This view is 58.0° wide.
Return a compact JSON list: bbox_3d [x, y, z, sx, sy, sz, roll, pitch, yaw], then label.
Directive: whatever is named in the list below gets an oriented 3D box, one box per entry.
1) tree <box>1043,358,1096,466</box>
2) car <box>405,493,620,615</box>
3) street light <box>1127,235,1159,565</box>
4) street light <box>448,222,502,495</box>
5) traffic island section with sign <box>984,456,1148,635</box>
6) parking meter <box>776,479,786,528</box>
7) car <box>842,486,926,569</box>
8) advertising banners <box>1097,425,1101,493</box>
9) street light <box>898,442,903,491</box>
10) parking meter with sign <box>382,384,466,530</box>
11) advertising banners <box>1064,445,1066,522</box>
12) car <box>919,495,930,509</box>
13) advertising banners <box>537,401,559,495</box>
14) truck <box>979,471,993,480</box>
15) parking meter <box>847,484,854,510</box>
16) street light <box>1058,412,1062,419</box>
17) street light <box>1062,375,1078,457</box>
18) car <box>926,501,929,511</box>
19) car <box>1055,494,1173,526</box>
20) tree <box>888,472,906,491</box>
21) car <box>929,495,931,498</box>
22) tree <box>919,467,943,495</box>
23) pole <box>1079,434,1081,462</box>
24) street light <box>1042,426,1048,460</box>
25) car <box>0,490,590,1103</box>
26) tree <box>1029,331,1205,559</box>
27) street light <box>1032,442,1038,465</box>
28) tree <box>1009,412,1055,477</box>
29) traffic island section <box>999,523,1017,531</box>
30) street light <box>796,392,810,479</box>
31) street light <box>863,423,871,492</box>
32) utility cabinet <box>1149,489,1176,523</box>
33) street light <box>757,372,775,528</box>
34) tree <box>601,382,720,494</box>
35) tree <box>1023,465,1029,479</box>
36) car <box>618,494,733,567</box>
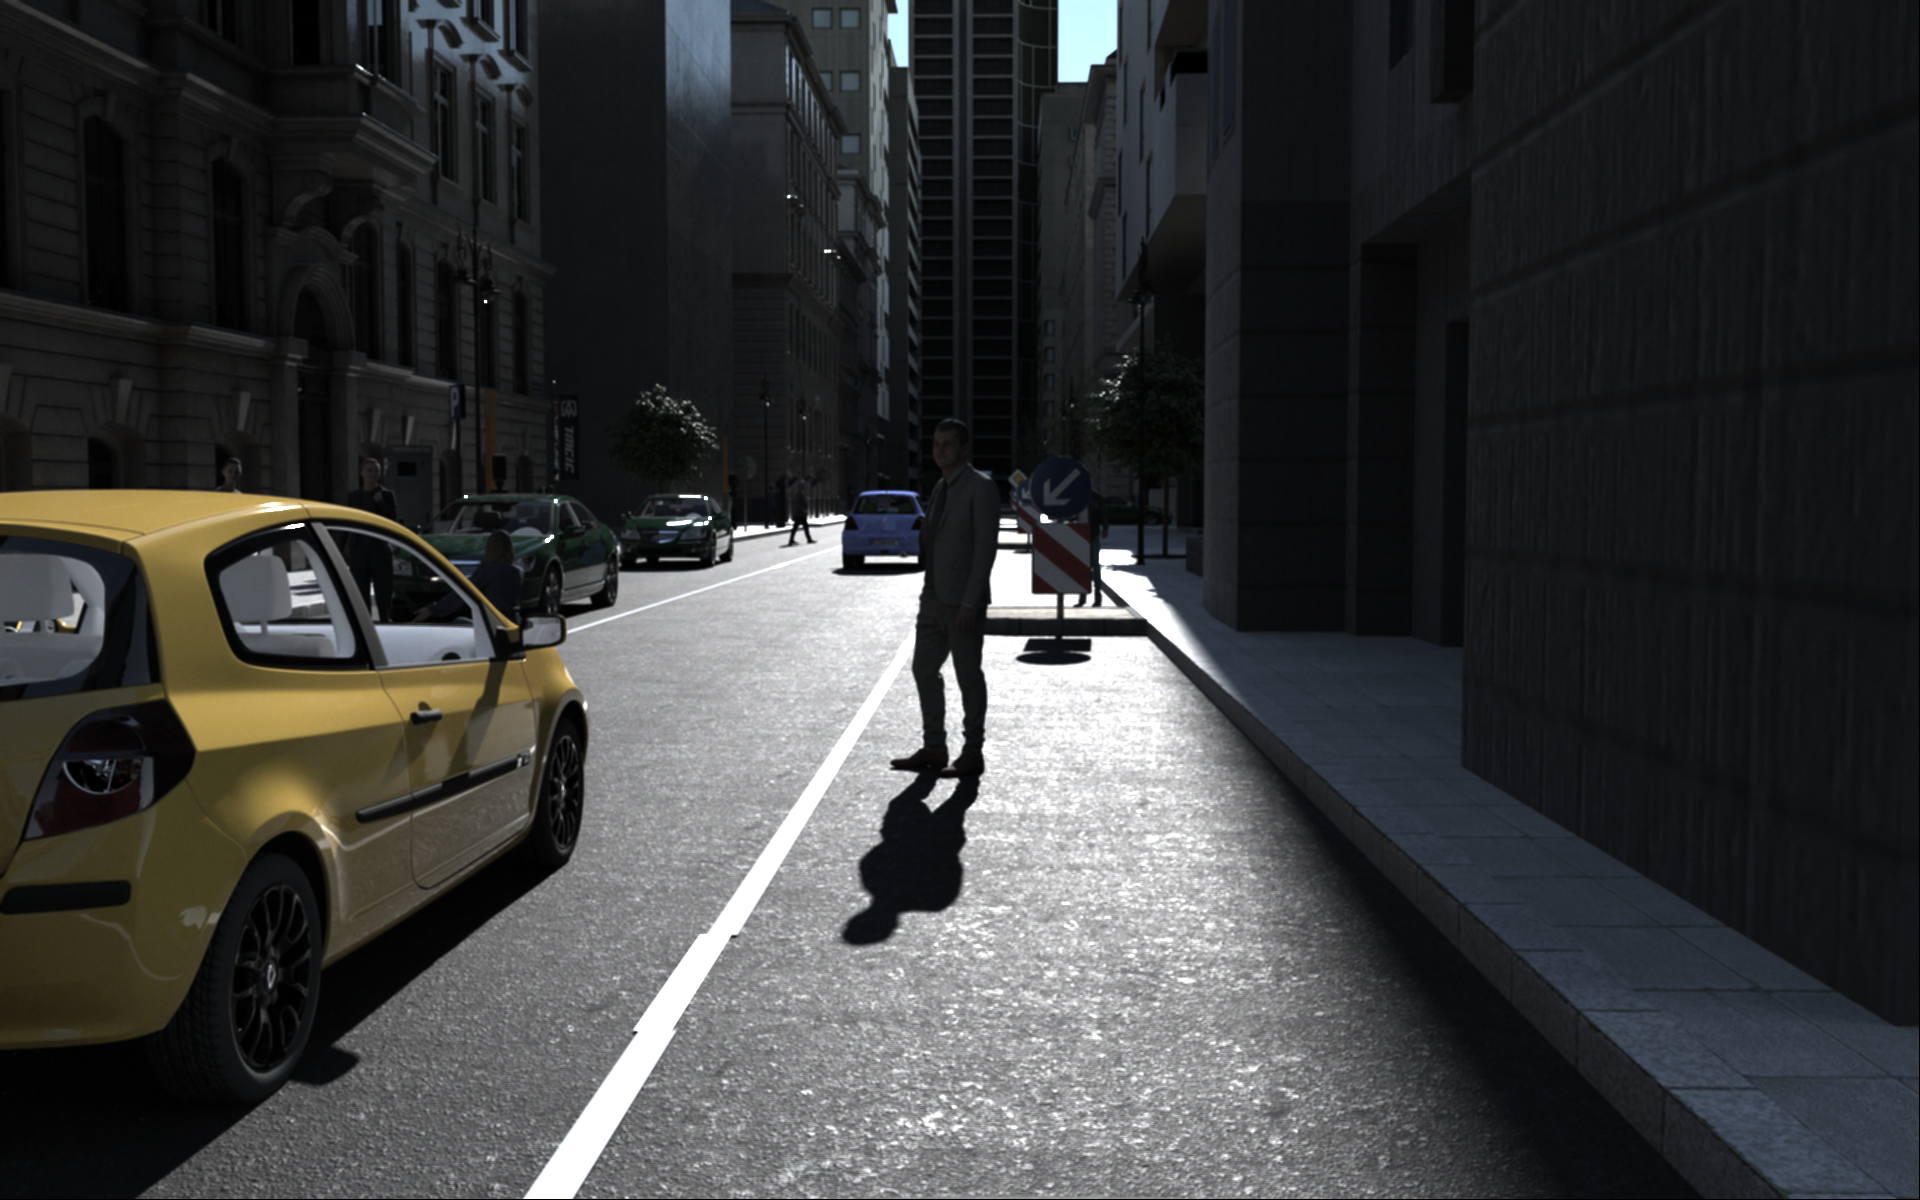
[{"bbox_3d":[6.384,-8.827,94.684,4.737,8.622,4.395,0,3,0],"label":"tree"},{"bbox_3d":[-5.378,-0.547,20.748,2.131,1.459,4.920,0,4,2],"label":"car"},{"bbox_3d":[3.276,-3.574,31.225,0.468,5.910,1.993,0,4,2],"label":"street light"},{"bbox_3d":[-8.296,-3.486,29.782,0.468,5.910,1.993,0,4,2],"label":"street light"},{"bbox_3d":[0.958,-0.612,18.633,1.989,1.847,2.006,0,4,2],"label":"traffic island section with sign"},{"bbox_3d":[-6.856,-3.700,66.209,0.255,1.863,0.399,-2,4,-33],"label":"parking meter"},{"bbox_3d":[-1.383,-1.525,34.528,1.945,1.707,3.694,0,4,1],"label":"car"},{"bbox_3d":[3.530,-2.935,44.178,0.090,3.025,2.074,0,4,4],"label":"advertising banners"},{"bbox_3d":[-5.052,-10.744,148.457,0.468,5.910,1.993,0,4,2],"label":"street light"},{"bbox_3d":[-8.687,-1.892,27.194,1.738,3.016,0.543,-2,4,-34],"label":"parking meter with sign"},{"bbox_3d":[3.723,-3.999,61.567,0.090,3.025,2.074,0,4,3],"label":"advertising banners"},{"bbox_3d":[-3.027,-7.450,134.392,1.945,1.354,3.894,0,4,0],"label":"car"},{"bbox_3d":[-7.646,-2.206,32.261,0.090,3.025,2.074,0,4,-3],"label":"advertising banners"},{"bbox_3d":[2.573,-12.476,193.748,2.967,4.110,18.799,0,4,1],"label":"truck"},{"bbox_3d":[-6.533,-5.986,103.581,0.255,1.863,0.399,2,4,30],"label":"parking meter"},{"bbox_3d":[4.703,-6.470,78.576,0.468,5.910,1.993,0,4,2],"label":"street light"},{"bbox_3d":[4.342,-5.798,67.592,0.468,5.910,1.993,0,4,2],"label":"street light"},{"bbox_3d":[-0.659,-4.679,85.302,1.959,1.807,4.718,0,4,3],"label":"car"},{"bbox_3d":[6.395,-3.681,71.978,4.920,1.459,2.131,0,4,1],"label":"car"},{"bbox_3d":[-5.591,-9.642,152.250,1.663,3.219,1.824,0,3,0],"label":"tree"},{"bbox_3d":[-2.160,-9.318,161.947,1.945,1.707,3.694,0,4,1],"label":"car"},{"bbox_3d":[-3.455,-13.743,208.415,4.285,4.588,4.351,0,3,0],"label":"tree"},{"bbox_3d":[3.982,-3.952,58.458,0.158,3.312,0.155,0,3,0],"label":"pole"},{"bbox_3d":[5.628,-8.684,114.775,0.468,5.910,1.993,0,4,2],"label":"street light"},{"bbox_3d":[-2.403,0.287,5.531,2.015,1.641,3.980,0,4,2],"label":"car"},{"bbox_3d":[4.193,-3.130,34.896,4.285,4.588,4.351,0,3,0],"label":"tree"},{"bbox_3d":[6.537,-10.889,150.820,0.468,5.910,1.993,0,4,2],"label":"street light"},{"bbox_3d":[6.494,-12.487,154.523,4.360,8.622,3.978,0,3,0],"label":"tree"},{"bbox_3d":[2.312,-2.819,68.379,2.009,0.180,2.903,0,4,2],"label":"traffic island section"},{"bbox_3d":[-6.982,-6.384,77.168,0.468,5.910,1.993,0,4,2],"label":"street light"},{"bbox_3d":[-6.010,-8.565,112.828,0.468,5.910,1.993,0,4,2],"label":"street light"},{"bbox_3d":[8.918,-4.139,76.352,1.173,1.500,0.318,-1,4,-19],"label":"utility cabinet"},{"bbox_3d":[-7.338,-5.674,65.551,0.468,5.910,1.993,0,4,2],"label":"street light"},{"bbox_3d":[-8.668,-4.079,50.403,4.285,4.588,4.351,0,3,0],"label":"tree"},{"bbox_3d":[7.099,-10.774,159.873,4.285,4.588,4.351,0,3,0],"label":"tree"},{"bbox_3d":[-5.742,-1.443,35.394,2.131,1.459,4.920,0,4,0],"label":"car"}]
